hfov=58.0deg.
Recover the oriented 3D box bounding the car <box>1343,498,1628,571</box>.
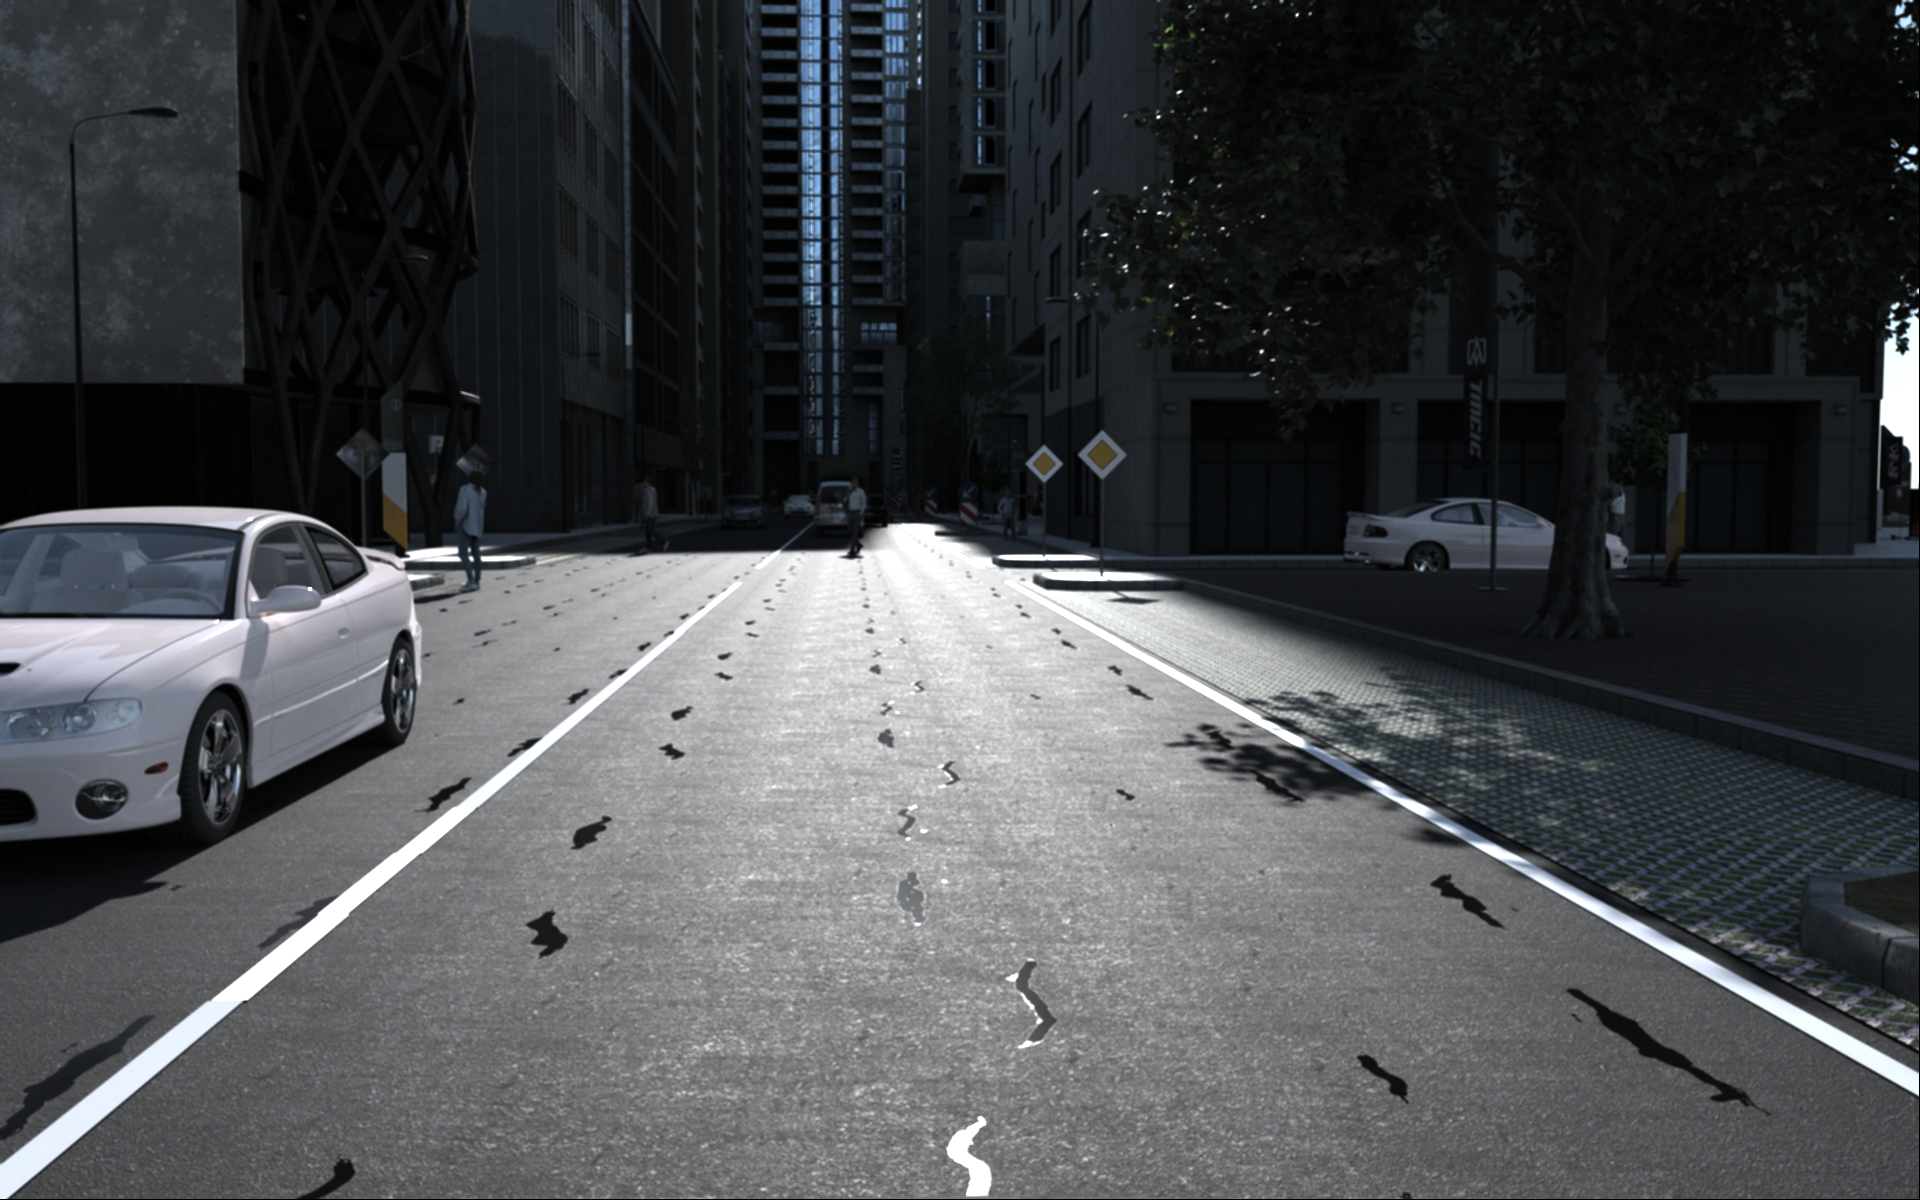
[{"bbox_3d":[9.089,-1.078,29.981,4.827,1.381,2.083,0,4,-4],"label":"car"}]

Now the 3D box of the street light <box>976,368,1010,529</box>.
[{"bbox_3d":[1.277,-5.599,64.084,1.470,5.913,1.316,0,4,-4],"label":"street light"}]

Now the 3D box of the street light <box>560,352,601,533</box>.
[{"bbox_3d":[-12.424,-5.149,56.724,1.470,5.913,1.316,0,4,-4],"label":"street light"}]

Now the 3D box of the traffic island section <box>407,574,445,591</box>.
[{"bbox_3d":[-9.044,-0.243,26.252,2.009,0.180,2.903,0,4,-4],"label":"traffic island section"}]

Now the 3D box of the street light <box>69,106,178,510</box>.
[{"bbox_3d":[-10.071,-2.956,20.878,1.470,5.913,1.316,0,4,-4],"label":"street light"}]

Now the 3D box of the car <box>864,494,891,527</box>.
[{"bbox_3d":[-4.090,-4.128,77.279,2.009,1.686,4.222,0,4,-2],"label":"car"}]

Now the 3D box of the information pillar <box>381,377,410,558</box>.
[{"bbox_3d":[-11.360,-2.658,34.807,0.504,3.616,0.183,0,4,6],"label":"information pillar"}]

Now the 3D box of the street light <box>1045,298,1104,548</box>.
[{"bbox_3d":[2.723,-4.202,41.246,1.470,5.913,1.316,0,4,-4],"label":"street light"}]

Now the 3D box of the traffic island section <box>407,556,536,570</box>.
[{"bbox_3d":[-9.556,-0.730,34.221,2.009,0.180,2.903,0,4,-4],"label":"traffic island section"}]

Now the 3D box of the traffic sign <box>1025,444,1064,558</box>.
[{"bbox_3d":[1.689,-1.909,34.859,0.795,2.450,0.064,0,4,-4],"label":"traffic sign"}]

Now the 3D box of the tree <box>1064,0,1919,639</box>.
[{"bbox_3d":[5.741,-6.016,15.373,9.611,12.733,9.660,0,3,0],"label":"tree"}]

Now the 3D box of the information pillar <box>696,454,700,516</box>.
[{"bbox_3d":[-15.320,-6.725,101.301,0.183,3.616,0.504,0,4,-4],"label":"information pillar"}]

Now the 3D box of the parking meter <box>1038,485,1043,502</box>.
[{"bbox_3d":[5.068,-6.227,107.524,0.399,1.863,0.255,1,4,16],"label":"parking meter"}]

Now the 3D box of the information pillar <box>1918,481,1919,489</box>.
[{"bbox_3d":[55.753,-5.868,100.441,0.304,2.012,0.304,2,4,24],"label":"information pillar"}]

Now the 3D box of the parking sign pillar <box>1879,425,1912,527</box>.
[{"bbox_3d":[36.609,-4.852,67.794,1.447,3.967,1.447,-2,4,-25],"label":"parking sign pillar"}]

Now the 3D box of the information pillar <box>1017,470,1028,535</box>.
[{"bbox_3d":[1.932,-3.023,53.916,0.304,2.012,0.304,0,4,-6],"label":"information pillar"}]

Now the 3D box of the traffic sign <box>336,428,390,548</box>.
[{"bbox_3d":[-9.021,-1.379,26.192,0.795,2.450,0.064,0,4,-4],"label":"traffic sign"}]

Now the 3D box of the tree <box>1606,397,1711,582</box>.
[{"bbox_3d":[10.419,-1.903,25.711,1.663,3.219,1.824,0,3,0],"label":"tree"}]

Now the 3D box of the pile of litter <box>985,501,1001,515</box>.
[{"bbox_3d":[2.081,-5.796,108.722,1.176,0.858,1.719,1,4,16],"label":"pile of litter"}]

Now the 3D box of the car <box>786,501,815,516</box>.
[{"bbox_3d":[-10.448,-6.193,113.841,1.945,1.354,3.894,0,4,-3],"label":"car"}]

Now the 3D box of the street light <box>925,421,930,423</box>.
[{"bbox_3d":[-1.532,-8.402,109.918,1.470,5.913,1.316,0,4,-4],"label":"street light"}]

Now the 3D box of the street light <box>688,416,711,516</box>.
[{"bbox_3d":[-15.397,-7.950,102.530,1.470,5.913,1.316,0,4,-4],"label":"street light"}]

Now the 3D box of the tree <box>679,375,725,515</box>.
[{"bbox_3d":[-16.391,-9.544,106.407,4.737,8.622,4.395,0,3,0],"label":"tree"}]

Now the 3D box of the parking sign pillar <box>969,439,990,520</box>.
[{"bbox_3d":[0.767,-5.902,84.975,1.447,3.967,1.447,-1,4,-13],"label":"parking sign pillar"}]

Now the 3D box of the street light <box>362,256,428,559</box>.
[{"bbox_3d":[-11.065,-3.752,33.880,1.470,5.913,1.316,0,4,-4],"label":"street light"}]

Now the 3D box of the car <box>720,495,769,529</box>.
[{"bbox_3d":[-8.974,-3.687,72.282,2.014,1.417,4.499,0,4,-4],"label":"car"}]

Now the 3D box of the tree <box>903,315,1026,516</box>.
[{"bbox_3d":[0.164,-10.693,100.586,9.928,11.665,9.643,0,3,0],"label":"tree"}]

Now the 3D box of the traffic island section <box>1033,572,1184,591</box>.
[{"bbox_3d":[2.225,-0.287,26.970,2.009,0.180,2.903,0,4,-4],"label":"traffic island section"}]

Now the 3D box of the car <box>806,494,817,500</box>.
[{"bbox_3d":[-13.478,-8.961,158.308,2.131,1.459,4.920,0,4,-3],"label":"car"}]

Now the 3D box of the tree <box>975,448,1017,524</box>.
[{"bbox_3d":[1.338,-4.854,73.968,1.663,3.219,1.824,0,3,0],"label":"tree"}]

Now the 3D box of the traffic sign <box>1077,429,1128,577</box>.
[{"bbox_3d":[2.202,-1.422,26.891,0.795,2.450,0.064,0,4,-4],"label":"traffic sign"}]

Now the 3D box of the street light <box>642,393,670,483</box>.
[{"bbox_3d":[-14.040,-6.553,79.686,1.470,5.913,1.316,0,4,-4],"label":"street light"}]

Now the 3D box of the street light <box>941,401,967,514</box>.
[{"bbox_3d":[-0.222,-6.996,86.919,1.470,5.913,1.316,0,4,-4],"label":"street light"}]

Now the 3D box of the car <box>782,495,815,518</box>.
[{"bbox_3d":[-9.931,-5.794,107.099,2.083,1.381,4.827,0,4,-5],"label":"car"}]

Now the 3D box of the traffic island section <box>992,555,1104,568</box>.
[{"bbox_3d":[1.712,-0.774,34.938,2.009,0.180,2.903,0,4,-4],"label":"traffic island section"}]

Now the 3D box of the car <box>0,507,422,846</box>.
[{"bbox_3d":[-4.033,0.234,8.530,2.083,1.381,4.827,0,4,-3],"label":"car"}]

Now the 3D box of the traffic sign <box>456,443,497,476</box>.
[{"bbox_3d":[-9.533,-1.867,34.161,0.795,2.450,0.064,0,4,-4],"label":"traffic sign"}]

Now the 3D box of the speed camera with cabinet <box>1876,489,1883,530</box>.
[{"bbox_3d":[31.741,-4.076,60.973,2.038,3.252,0.660,-3,4,-36],"label":"speed camera with cabinet"}]
